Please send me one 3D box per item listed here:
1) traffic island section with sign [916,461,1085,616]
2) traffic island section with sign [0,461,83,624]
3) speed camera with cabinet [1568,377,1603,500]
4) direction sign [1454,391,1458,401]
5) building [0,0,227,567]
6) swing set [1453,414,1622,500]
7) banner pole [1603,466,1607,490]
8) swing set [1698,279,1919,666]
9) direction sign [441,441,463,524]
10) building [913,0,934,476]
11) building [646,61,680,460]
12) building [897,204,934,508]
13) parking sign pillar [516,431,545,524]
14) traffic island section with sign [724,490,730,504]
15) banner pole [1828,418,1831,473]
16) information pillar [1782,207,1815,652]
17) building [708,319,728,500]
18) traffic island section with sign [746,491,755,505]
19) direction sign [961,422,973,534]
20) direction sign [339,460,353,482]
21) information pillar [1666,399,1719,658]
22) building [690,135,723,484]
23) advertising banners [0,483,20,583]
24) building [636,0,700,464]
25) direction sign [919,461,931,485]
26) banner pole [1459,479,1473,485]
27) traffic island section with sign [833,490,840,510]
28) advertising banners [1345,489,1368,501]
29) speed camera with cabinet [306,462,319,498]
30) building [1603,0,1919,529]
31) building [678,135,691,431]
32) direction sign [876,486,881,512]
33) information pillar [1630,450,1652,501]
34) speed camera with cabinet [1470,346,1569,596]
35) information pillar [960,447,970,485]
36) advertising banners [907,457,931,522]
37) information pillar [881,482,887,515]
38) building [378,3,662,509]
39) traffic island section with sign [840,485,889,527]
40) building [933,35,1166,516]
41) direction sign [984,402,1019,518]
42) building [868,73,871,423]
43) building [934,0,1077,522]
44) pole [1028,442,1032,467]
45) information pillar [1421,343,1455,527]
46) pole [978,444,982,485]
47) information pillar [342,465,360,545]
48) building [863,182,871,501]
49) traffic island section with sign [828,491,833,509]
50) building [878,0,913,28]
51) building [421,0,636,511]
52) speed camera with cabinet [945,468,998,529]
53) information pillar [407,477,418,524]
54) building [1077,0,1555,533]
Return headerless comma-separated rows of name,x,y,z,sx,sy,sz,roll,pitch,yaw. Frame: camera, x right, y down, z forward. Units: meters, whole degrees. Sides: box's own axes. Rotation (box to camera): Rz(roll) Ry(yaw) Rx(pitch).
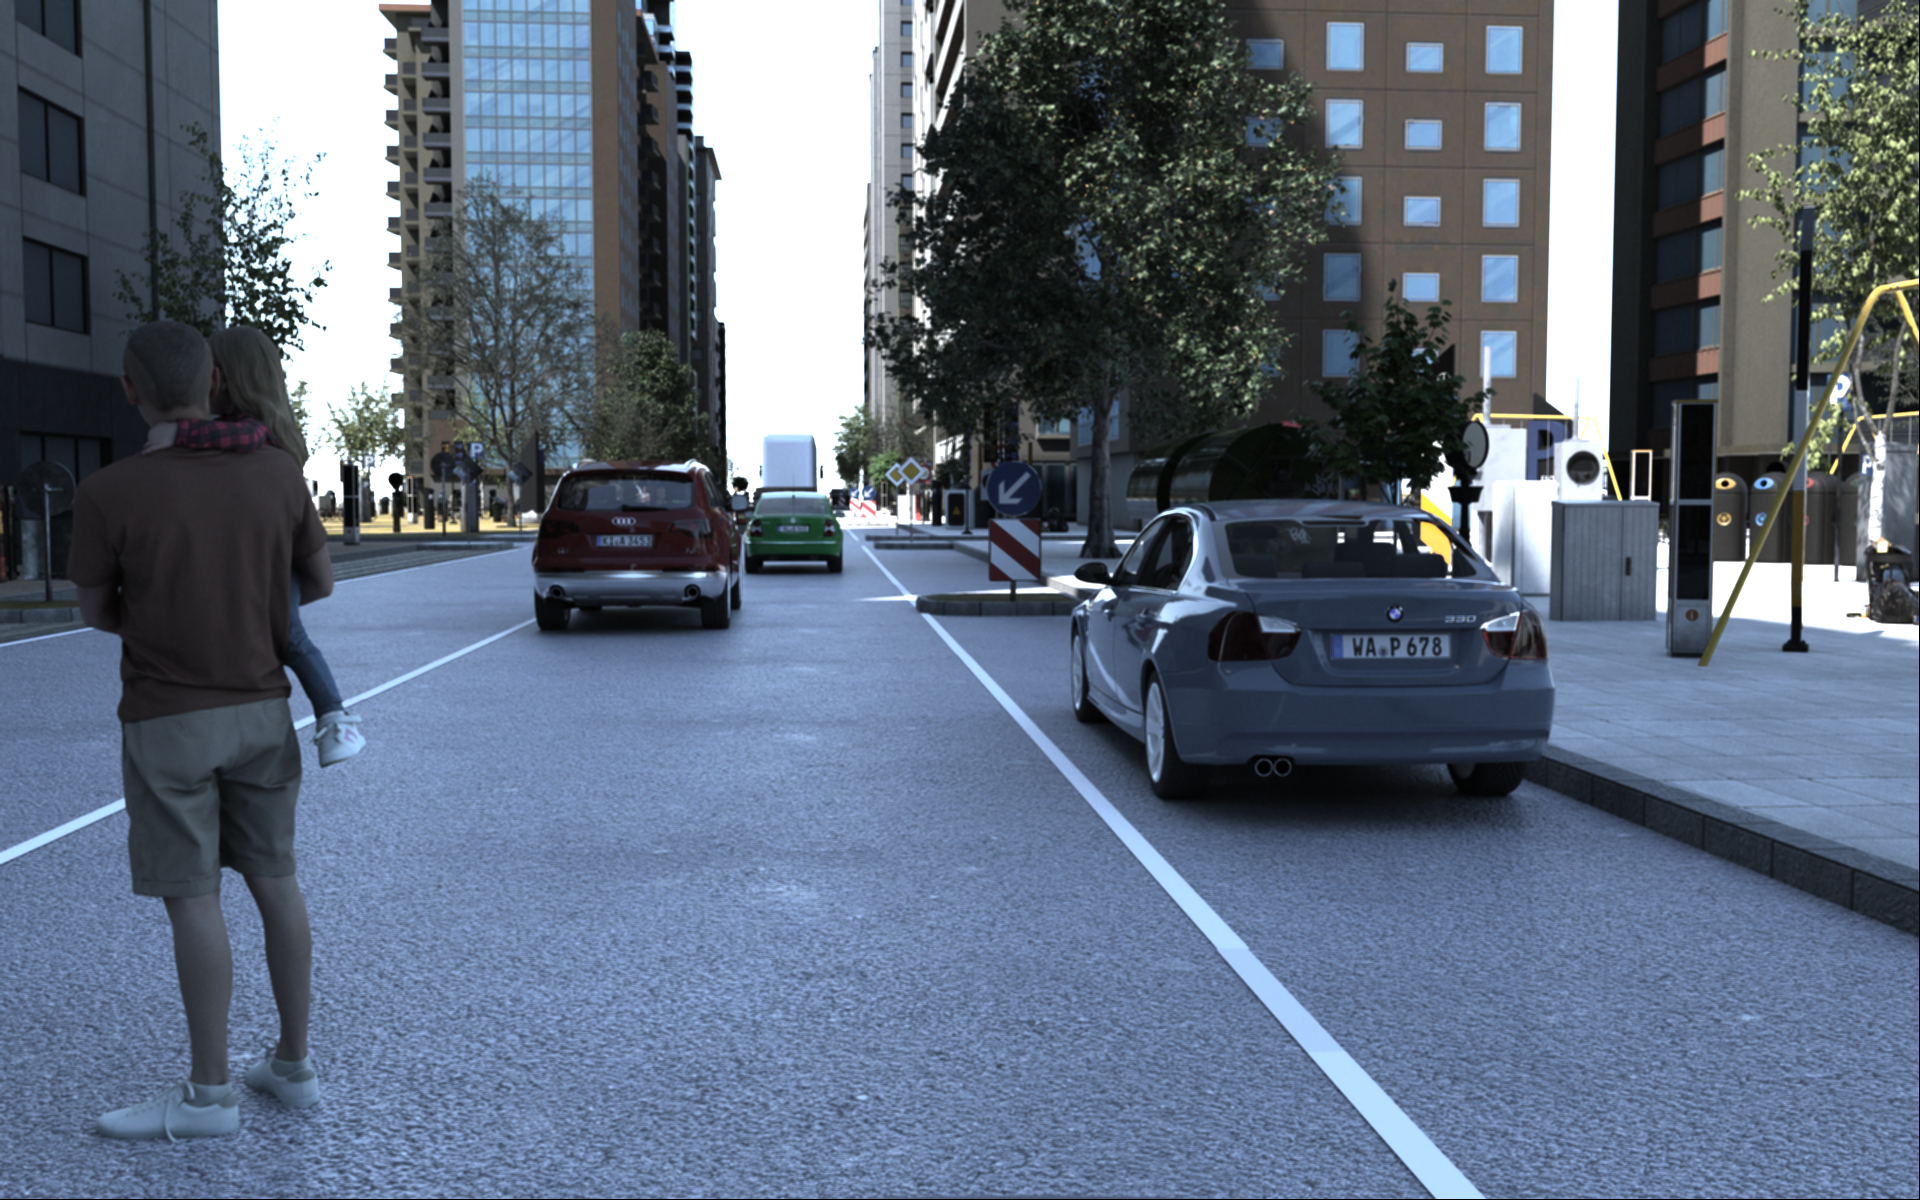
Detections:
traffic island section with sign,0.472,-0.774,21.290,1.989,1.847,2.006,0,4,-5
traffic island section with sign,-10.733,-0.693,19.966,1.989,1.847,2.006,0,4,-5
speed camera with cabinet,9.736,-2.135,29.247,2.038,3.252,0.660,0,4,4
direction sign,10.521,-2.811,37.952,0.876,3.537,0.379,-2,4,-24
building,-27.392,-36.275,31.356,20.611,71.187,20.563,0,4,-5
swing set,11.534,-2.256,34.513,3.119,2.851,2.862,-1,4,-22
banner pole,49.776,-8.805,133.971,0.863,3.779,0.401,0,4,1
swing set,7.138,-0.851,11.530,2.862,2.851,3.119,0,4,-8
direction sign,-21.826,-5.048,74.535,0.876,3.537,0.379,-1,4,-15
building,10.127,-34.107,146.883,28.713,52.752,27.495,0,4,-5
building,-36.104,-32.179,176.242,14.600,45.320,14.200,0,4,-5
building,0.827,-24.215,167.622,14.160,30.474,14.107,0,4,-5
parking sign pillar,-18.472,-5.287,74.908,1.447,3.967,1.447,-3,5,-44
traffic island section with sign,-24.069,-10.440,179.327,1.989,1.847,2.006,0,4,-5
banner pole,28.511,-4.089,56.869,0.401,3.779,0.863,2,4,31
information pillar,6.820,-1.387,14.032,0.183,3.616,0.504,2,4,27
building,-44.942,-31.011,278.729,14.160,30.474,14.107,0,4,-5
traffic island section with sign,-30.976,-15.496,261.980,1.989,1.847,2.006,0,4,-5
direction sign,0.230,-3.861,55.129,0.379,3.537,0.876,1,4,12
direction sign,-41.169,-7.600,116.251,0.876,3.537,0.379,-1,4,-16
information pillar,5.760,-0.559,13.635,0.304,2.012,0.304,1,4,15
building,-50.039,-40.823,256.690,28.713,52.752,27.495,0,4,-5
advertising banners,-13.896,-1.765,25.046,0.090,3.025,2.074,-1,4,-18
building,-44.706,-55.885,226.383,22.319,86.520,31.000,0,4,-5
direction sign,-2.399,-7.770,119.038,0.876,3.537,0.379,1,4,19
banner pole,16.370,-3.990,55.247,0.863,3.779,0.401,0,4,5
traffic island section with sign,-6.417,-5.810,103.628,1.989,1.847,2.006,0,4,-5
advertising banners,8.658,-2.757,41.261,2.074,3.025,0.090,1,4,12
speed camera with cabinet,-39.467,-6.741,104.543,0.660,3.252,2.038,0,4,7
building,41.187,-25.384,69.651,28.867,44.769,22.147,0,4,-5
building,-37.263,-31.033,190.991,14.154,41.232,14.086,0,4,-5
direction sign,-5.948,-8.222,126.428,0.379,3.537,0.876,3,5,43
information pillar,11.422,-1.504,29.088,0.304,2.012,0.304,1,4,15
speed camera with cabinet,7.233,-1.729,22.605,0.660,3.252,2.038,0,4,2
information pillar,0.228,-5.085,74.492,0.504,3.616,0.183,3,5,41
advertising banners,-1.924,-5.172,80.752,0.090,3.025,2.074,-2,4,-32
information pillar,-4.611,-6.158,105.170,0.304,2.012,0.304,-1,4,-14
building,-38.498,-30.573,154.490,22.147,44.769,28.867,0,4,-5
traffic island section with sign,-4.174,-4.167,76.766,1.989,1.847,2.006,0,4,-5
building,5.570,-28.797,120.948,14.600,45.320,14.200,0,4,-5
direction sign,1.011,-3.102,42.722,0.876,3.537,0.379,1,4,14
building,-1.478,-42.120,230.658,21.231,58.520,28.212,0,4,-5
building,10.000,-28.463,89.069,21.300,48.544,21.600,0,4,-5
pole,2.751,-4.549,68.211,0.158,3.312,0.155,0,3,0
information pillar,7.487,-2.186,27.099,0.504,3.616,0.183,2,4,30
pole,0.815,-4.660,70.039,0.158,3.312,0.155,0,3,0
information pillar,-15.300,-2.387,43.513,0.304,2.012,0.304,0,4,4
building,-3.332,-38.658,255.755,21.300,48.544,21.600,0,4,-5
traffic island section with sign,-10.604,-8.872,153.688,1.989,1.847,2.006,0,4,-5
building,1.673,-39.513,188.030,21.231,58.520,28.212,0,4,-5
building,-32.458,-29.560,133.409,14.600,45.320,14.200,0,4,-5
speed camera with cabinet,0.489,-4.194,62.901,2.038,3.252,0.660,1,4,18
information pillar,-23.718,-4.314,75.030,0.304,2.012,0.304,2,4,29
building,12.074,-25.277,63.382,14.200,45.320,14.600,0,4,-5
